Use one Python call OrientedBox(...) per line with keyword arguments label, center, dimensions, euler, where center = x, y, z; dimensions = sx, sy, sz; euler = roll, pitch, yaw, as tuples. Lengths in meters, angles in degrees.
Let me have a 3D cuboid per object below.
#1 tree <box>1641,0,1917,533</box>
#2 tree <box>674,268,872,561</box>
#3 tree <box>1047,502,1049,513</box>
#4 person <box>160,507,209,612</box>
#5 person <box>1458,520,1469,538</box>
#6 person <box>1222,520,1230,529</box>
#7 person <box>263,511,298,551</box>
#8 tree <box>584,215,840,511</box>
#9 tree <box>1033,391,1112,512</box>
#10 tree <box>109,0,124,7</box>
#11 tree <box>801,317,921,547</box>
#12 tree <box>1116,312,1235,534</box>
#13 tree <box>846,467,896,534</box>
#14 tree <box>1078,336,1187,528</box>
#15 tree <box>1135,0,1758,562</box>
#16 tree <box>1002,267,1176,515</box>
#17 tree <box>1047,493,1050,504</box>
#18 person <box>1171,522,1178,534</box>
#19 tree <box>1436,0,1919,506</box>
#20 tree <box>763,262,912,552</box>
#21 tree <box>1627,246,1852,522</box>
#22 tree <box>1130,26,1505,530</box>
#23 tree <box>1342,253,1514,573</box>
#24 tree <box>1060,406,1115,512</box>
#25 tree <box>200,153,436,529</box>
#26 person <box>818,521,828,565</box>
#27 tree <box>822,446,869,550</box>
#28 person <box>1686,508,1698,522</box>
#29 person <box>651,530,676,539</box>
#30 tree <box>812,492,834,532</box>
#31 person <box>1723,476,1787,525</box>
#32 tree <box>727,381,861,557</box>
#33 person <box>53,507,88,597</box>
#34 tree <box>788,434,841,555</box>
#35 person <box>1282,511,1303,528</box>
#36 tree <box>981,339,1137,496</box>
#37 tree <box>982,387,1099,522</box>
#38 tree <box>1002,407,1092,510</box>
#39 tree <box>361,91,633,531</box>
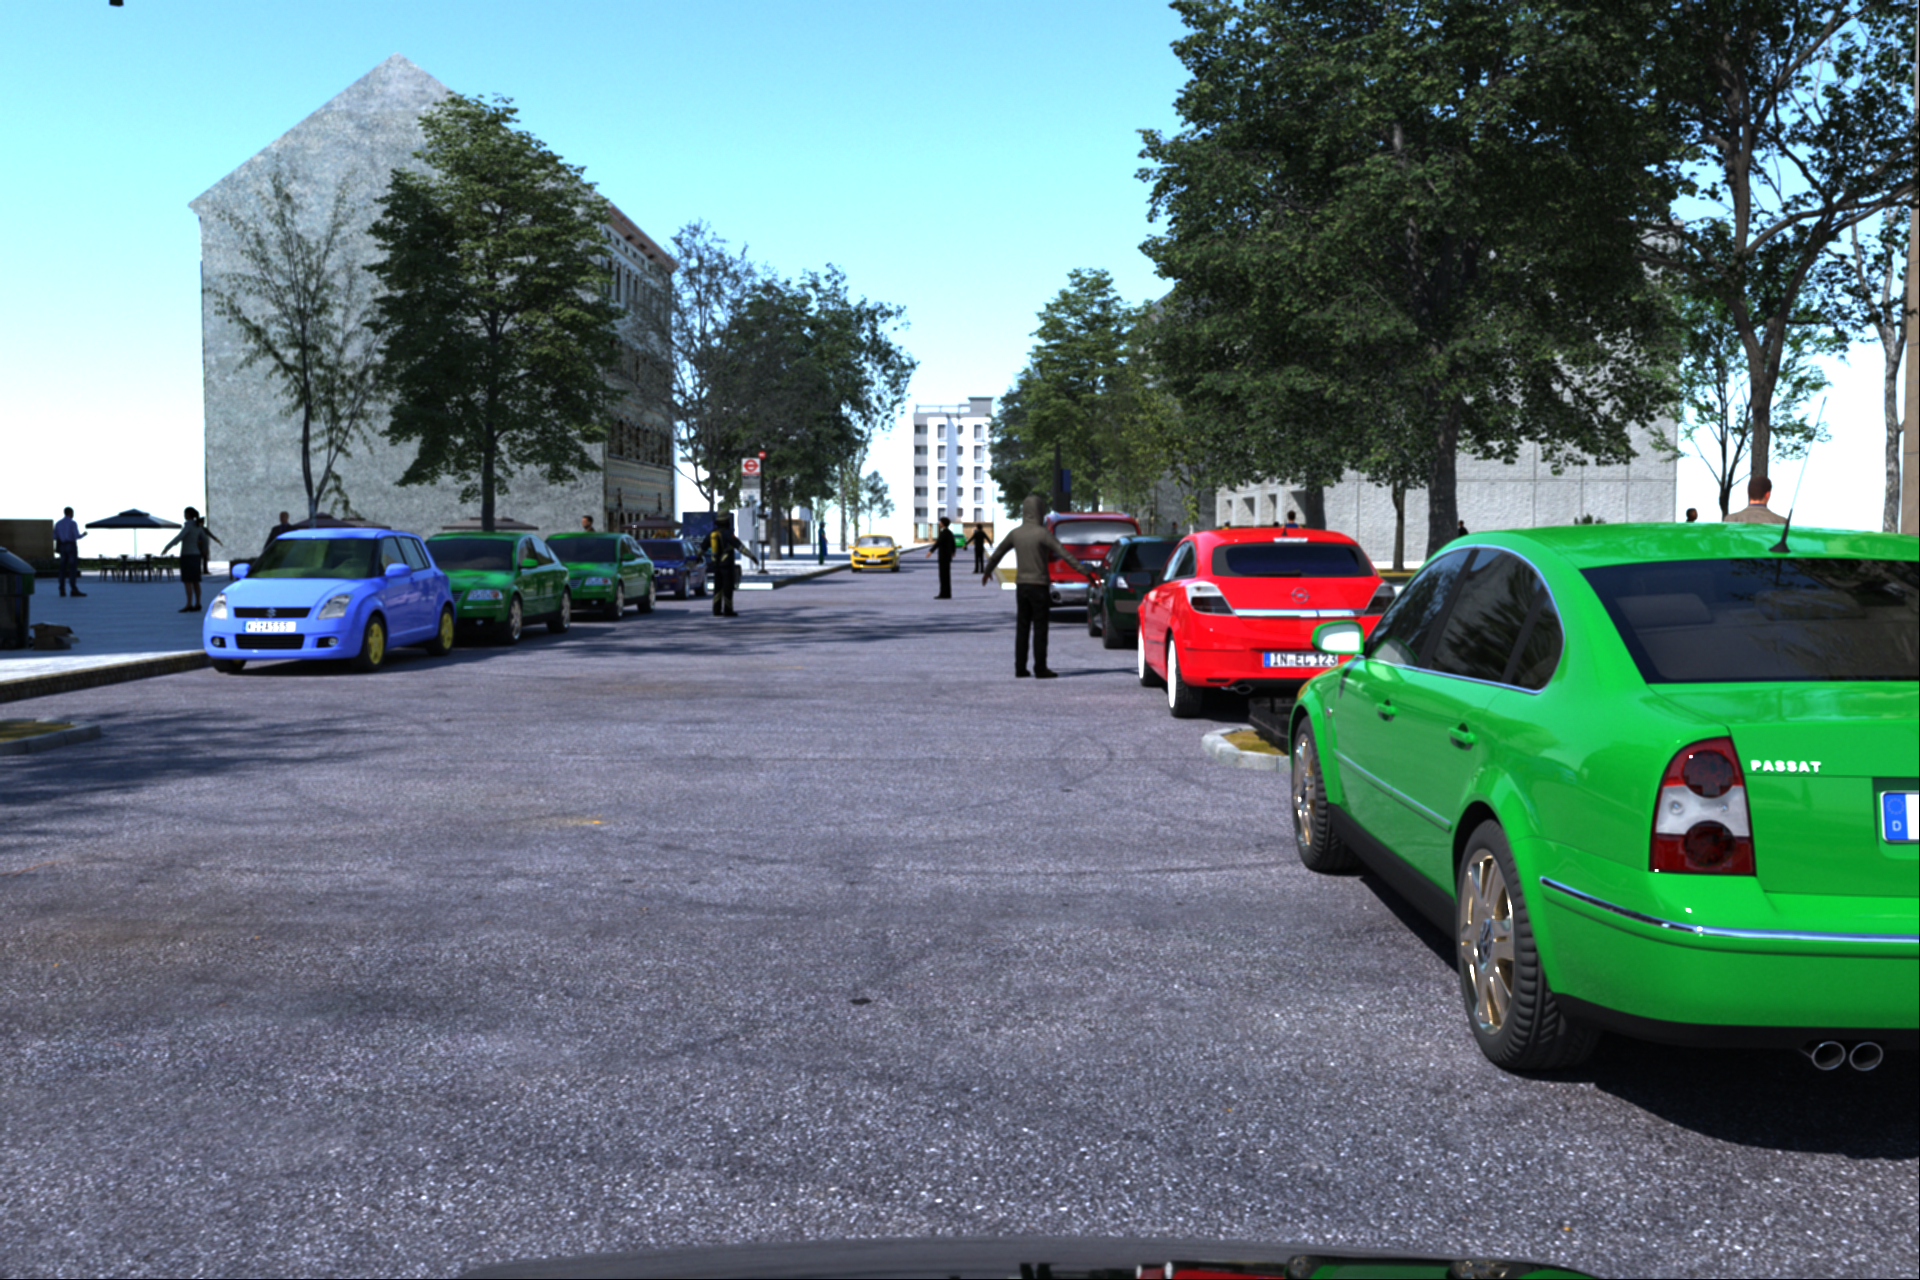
OrientedBox(label="tree", center=(23.735, -11.545, 44.645), dimensions=(12.611, 20.169, 13.585), euler=(0, 3, 0))
OrientedBox(label="tree", center=(-9.066, -10.833, 83.769), dimensions=(9.857, 13.997, 8.962), euler=(0, 3, 0))
OrientedBox(label="tree", center=(12.149, -19.328, 241.772), dimensions=(9.928, 11.665, 9.643), euler=(0, 3, 0))
OrientedBox(label="person", center=(-12.741, -1.327, 28.530), dimensions=(0.721, 1.735, 1.217), euler=(1, 4, 9))
OrientedBox(label="person", center=(18.980, -3.638, 65.706), dimensions=(1.346, 1.802, 0.704), euler=(-3, 4, -38))
OrientedBox(label="person", center=(10.265, -3.699, 66.455), dimensions=(0.705, 1.833, 1.349), euler=(-1, 4, -19))
OrientedBox(label="person", center=(-14.091, -1.808, 36.151), dimensions=(0.990, 1.755, 0.434), euler=(0, 4, 6))
OrientedBox(label="tree", center=(-9.878, -9.632, 67.859), dimensions=(12.009, 13.543, 11.850), euler=(0, 3, 0))
OrientedBox(label="tree", center=(5.689, -8.141, 83.465), dimensions=(4.737, 8.622, 4.395), euler=(0, 3, 0))
OrientedBox(label="tree", center=(-11.898, -9.839, 16.750), dimensions=(12.611, 20.169, 13.585), euler=(0, 3, 0))
OrientedBox(label="tree", center=(-10.162, -18.124, 152.211), dimensions=(12.611, 20.169, 13.585), euler=(0, 3, 0))
OrientedBox(label="tree", center=(7.358, -6.484, 56.380), dimensions=(4.737, 8.622, 4.395), euler=(0, 3, 0))
OrientedBox(label="tree", center=(-12.268, -18.689, 239.980), dimensions=(7.601, 10.594, 8.767), euler=(0, 4, -7))
OrientedBox(label="tree", center=(6.051, -6.979, 64.467), dimensions=(4.360, 8.622, 3.978), euler=(0, 3, 0))
OrientedBox(label="tree", center=(8.191, -7.513, 29.488), dimensions=(9.857, 13.997, 8.962), euler=(0, 3, 0))
OrientedBox(label="tree", center=(5.542, -9.563, 74.478), dimensions=(7.486, 12.596, 7.792), euler=(0, 3, 0))
OrientedBox(label="tree", center=(6.569, -11.844, 144.006), dimensions=(4.360, 8.622, 3.978), euler=(0, 3, 0))
OrientedBox(label="person", center=(9.173, -4.132, 73.823), dimensions=(0.705, 1.796, 1.348), euler=(1, 4, 15))
OrientedBox(label="tree", center=(8.600, -5.104, 17.870), dimensions=(7.601, 10.594, 8.767), euler=(-1, 4, -23))
OrientedBox(label="tree", center=(-9.461, -16.388, 123.833), dimensions=(12.611, 20.169, 13.585), euler=(0, 3, 0))
OrientedBox(label="tree", center=(27.591, -8.342, 62.153), dimensions=(9.928, 11.665, 9.643), euler=(0, 3, 0))
OrientedBox(label="tree", center=(8.770, -8.328, 42.822), dimensions=(9.857, 13.997, 8.962), euler=(0, 3, 0))
OrientedBox(label="tree", center=(14.734, -8.079, 57.840), dimensions=(9.928, 11.665, 9.643), euler=(0, 3, 0))
OrientedBox(label="tree", center=(6.485, -8.716, 92.874), dimensions=(4.737, 8.622, 4.395), euler=(0, 3, 0))
OrientedBox(label="tree", center=(-13.199, -5.146, 34.496), dimensions=(4.360, 8.622, 3.978), euler=(0, 3, 0))
OrientedBox(label="person", center=(-5.656, -3.988, 71.337), dimensions=(0.704, 1.817, 1.347), euler=(-1, 4, -16))
OrientedBox(label="tree", center=(-8.945, -11.326, 135.546), dimensions=(4.737, 8.622, 4.395), euler=(0, 3, 0))
OrientedBox(label="person", center=(14.727, -1.753, 34.846), dimensions=(0.705, 1.807, 1.348), euler=(2, 4, 33))
OrientedBox(label="person", center=(-12.919, -4.284, 75.815), dimensions=(1.354, 1.858, 0.705), euler=(-1, 4, -12))
OrientedBox(label="tree", center=(-18.825, -17.700, 239.764), dimensions=(4.360, 8.622, 3.978), euler=(0, 3, 0))
OrientedBox(label="person", center=(6.626, -0.475, 14.334), dimensions=(0.617, 1.759, 0.750), euler=(3, 5, 43))
OrientedBox(label="tree", center=(-9.371, -9.954, 97.162), dimensions=(8.767, 10.594, 7.601), euler=(1, 4, 12))
OrientedBox(label="person", center=(-18.245, -1.818, 35.634), dimensions=(0.709, 1.838, 0.599), euler=(1, 4, 14))
OrientedBox(label="tree", center=(-8.936, -9.638, 107.952), dimensions=(4.360, 8.622, 3.978), euler=(0, 3, 0))
OrientedBox(label="person", center=(7.493, -2.022, 39.222), dimensions=(1.345, 1.807, 0.704), euler=(0, 4, 2))
OrientedBox(label="tree", center=(6.412, -12.108, 108.335), dimensions=(12.009, 13.543, 11.850), euler=(0, 3, 0))
OrientedBox(label="tree", center=(6.533, -14.034, 136.104), dimensions=(9.857, 13.997, 8.962), euler=(0, 3, 0))
OrientedBox(label="tree", center=(6.635, -11.623, 124.451), dimensions=(7.601, 10.594, 8.767), euler=(1, 4, 17))
OrientedBox(label="tree", center=(-12.107, -7.776, 45.263), dimensions=(7.486, 12.596, 7.792), euler=(0, 3, 0))
